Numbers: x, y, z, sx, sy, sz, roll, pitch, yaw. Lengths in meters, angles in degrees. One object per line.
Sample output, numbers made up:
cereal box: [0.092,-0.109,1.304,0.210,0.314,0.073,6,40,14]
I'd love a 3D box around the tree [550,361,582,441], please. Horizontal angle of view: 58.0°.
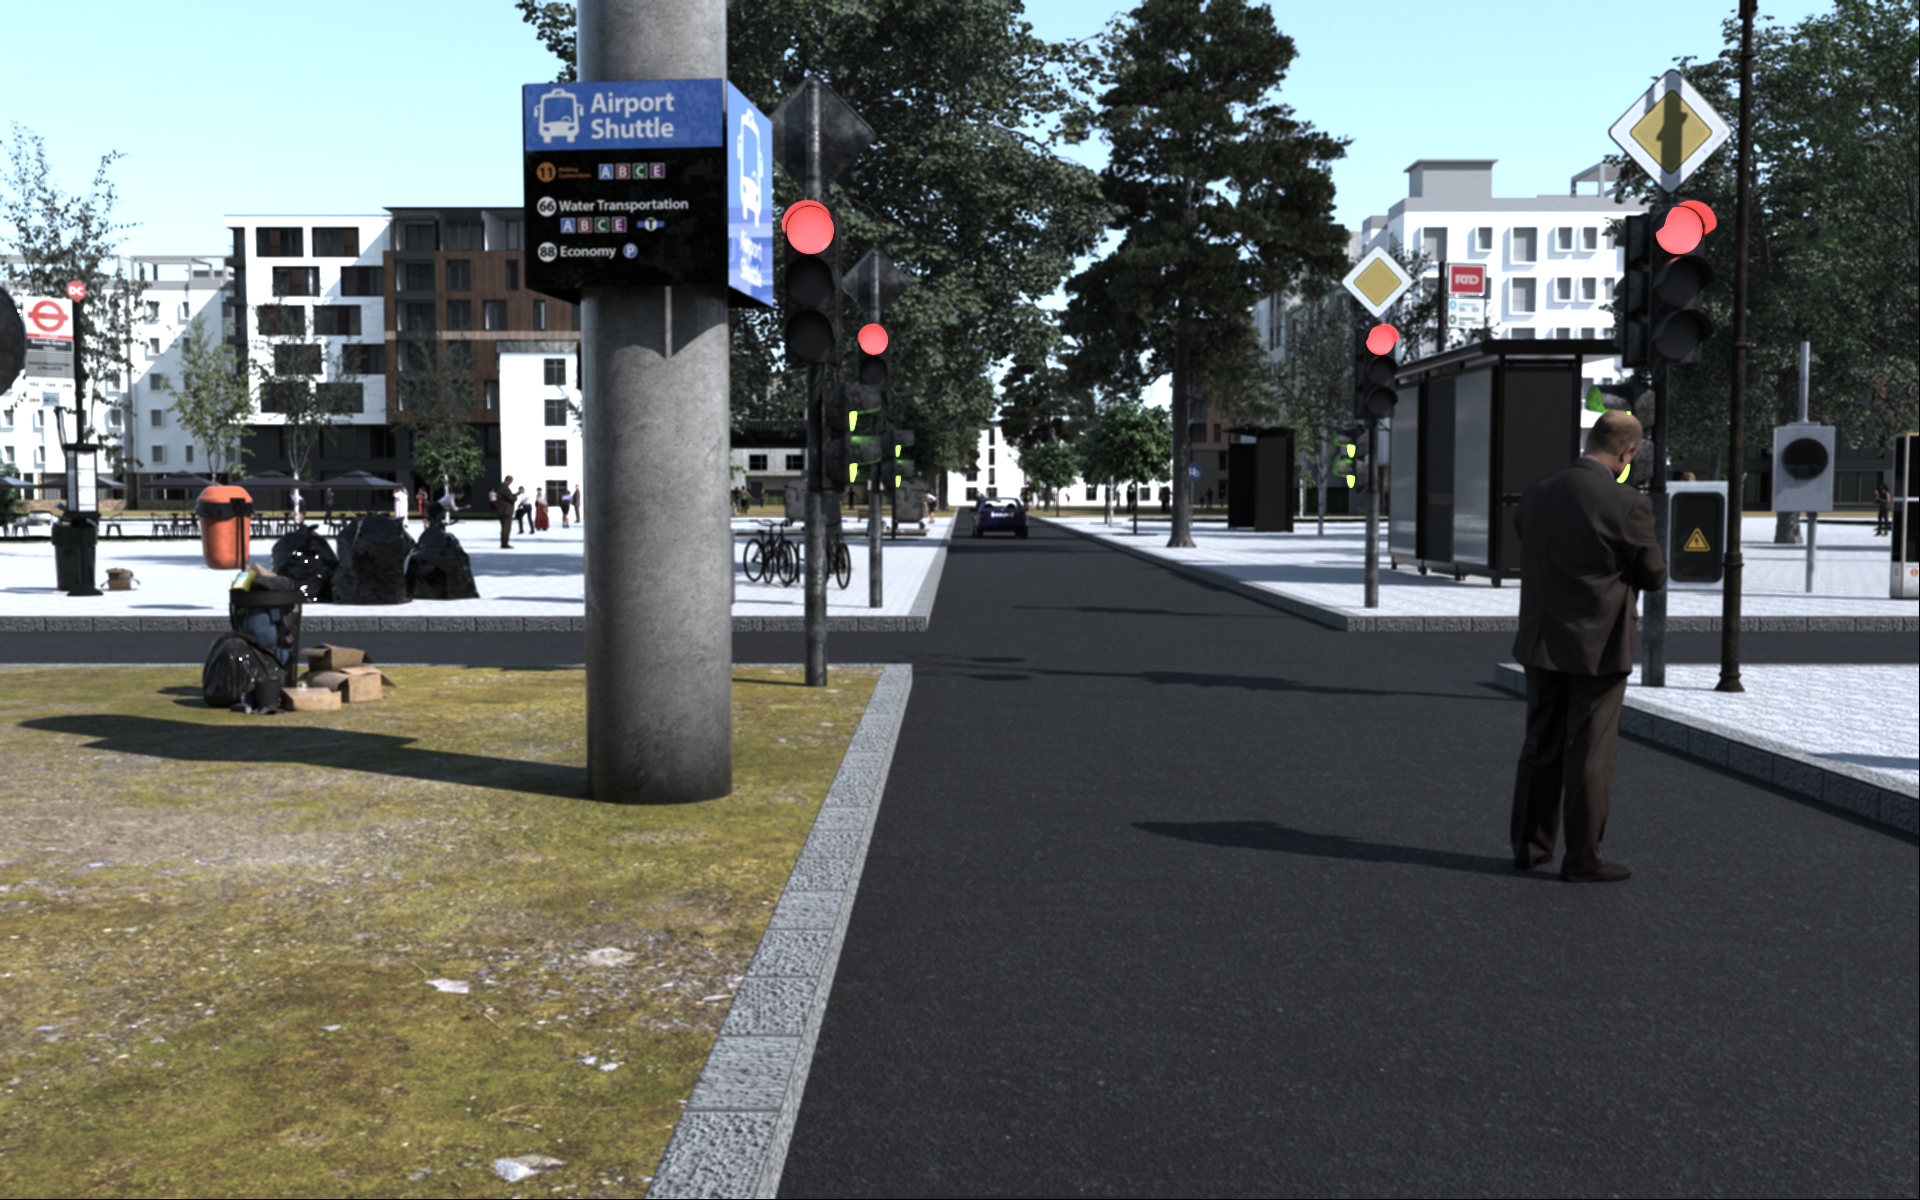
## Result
tree: [-15.041,-7.563,74.012,4.360,8.622,3.978,0,3,0]

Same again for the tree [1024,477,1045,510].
tree: [6.216,-8.910,140.274,1.663,3.219,1.824,0,3,0]

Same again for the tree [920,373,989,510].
tree: [-0.915,-13.985,136.078,7.806,13.903,7.818,0,3,0]

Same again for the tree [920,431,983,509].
tree: [-1.491,-13.764,147.097,6.751,12.117,7.091,0,3,0]

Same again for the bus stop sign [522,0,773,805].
bus stop sign: [-1.289,-1.120,7.327,0.837,3.901,0.837,0,4,6]

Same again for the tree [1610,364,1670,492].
tree: [33.477,-8.196,84.371,4.360,8.622,3.978,0,3,0]

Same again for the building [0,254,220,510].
building: [-70.806,-17.539,143.183,11.380,20.091,16.016,0,3,0]

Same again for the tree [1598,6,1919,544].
tree: [21.251,-8.415,44.241,9.857,13.997,8.962,0,3,0]

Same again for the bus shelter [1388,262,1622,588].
bus shelter: [8.088,-3.062,27.689,2.179,5.291,8.768,0,3,0]

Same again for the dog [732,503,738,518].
dog: [-12.238,-4.829,93.340,0.513,0.831,0.800,2,4,27]

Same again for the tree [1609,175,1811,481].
tree: [25.933,-8.394,59.295,6.751,12.117,7.091,0,3,0]

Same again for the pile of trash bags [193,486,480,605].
pile of trash bags: [-7.406,-0.645,20.291,1.912,1.369,3.447,2,4,27]

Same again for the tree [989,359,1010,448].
tree: [6.561,-13.380,126.186,7.806,13.903,7.818,0,3,0]

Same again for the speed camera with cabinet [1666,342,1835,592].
speed camera with cabinet: [10.259,-1.732,22.647,2.038,3.252,0.660,1,4,20]

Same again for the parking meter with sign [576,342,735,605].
parking meter with sign: [-3.488,-1.454,20.041,1.738,3.016,0.543,1,4,9]

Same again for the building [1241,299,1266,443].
building: [32.131,-17.729,146.285,16.016,20.091,11.380,0,3,0]

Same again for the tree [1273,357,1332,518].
tree: [17.783,-8.603,91.027,4.737,8.622,4.395,0,3,0]

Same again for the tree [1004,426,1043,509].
tree: [6.274,-12.350,152.279,4.737,8.622,4.395,0,3,0]

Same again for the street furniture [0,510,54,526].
street furniture: [-40.591,-3.413,71.433,5.734,0.657,10.072,-2,4,-34]

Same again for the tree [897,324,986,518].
tree: [-2.562,-10.297,94.117,9.928,11.665,9.643,0,3,0]

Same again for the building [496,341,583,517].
building: [-24.625,-10.227,109.365,9.099,9.664,28.070,0,3,0]

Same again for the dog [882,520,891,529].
dog: [-2.472,-2.551,59.438,0.748,0.427,0.550,-2,4,-26]

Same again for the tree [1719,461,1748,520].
tree: [38.281,-5.602,86.194,1.663,3.219,1.824,0,3,0]

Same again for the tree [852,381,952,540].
tree: [-1.953,-3.961,48.473,4.285,4.588,4.351,0,3,0]

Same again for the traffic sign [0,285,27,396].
traffic sign: [-5.729,-0.604,9.982,0.768,2.556,0.104,1,4,8]

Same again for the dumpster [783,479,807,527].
dumpster: [-6.188,-3.758,67.197,1.264,1.857,1.865,0,3,0]

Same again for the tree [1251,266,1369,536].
tree: [10.967,-6.255,52.627,4.360,8.622,3.978,0,3,0]

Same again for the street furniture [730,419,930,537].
street furniture: [-4.682,-3.842,54.926,7.346,3.524,5.398,0,4,0]

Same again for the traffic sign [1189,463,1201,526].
traffic sign: [9.410,-4.296,70.345,0.768,2.556,0.104,0,4,3]

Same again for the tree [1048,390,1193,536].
tree: [5.497,-4.289,53.839,4.285,4.588,4.351,0,3,0]

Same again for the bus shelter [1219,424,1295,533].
bus shelter: [10.346,-4.240,60.600,1.731,3.624,6.357,0,3,0]

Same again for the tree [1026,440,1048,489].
tree: [5.454,-6.829,95.359,4.285,4.588,4.351,0,3,0]

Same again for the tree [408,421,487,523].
tree: [-22.683,-5.673,76.472,4.285,4.588,4.351,0,3,0]

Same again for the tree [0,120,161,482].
tree: [-17.824,-5.137,34.361,4.360,8.622,3.978,0,3,0]

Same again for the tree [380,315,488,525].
tree: [-21.095,-7.344,70.432,4.360,8.622,3.978,0,3,0]

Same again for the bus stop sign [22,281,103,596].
bus stop sign: [-11.193,-2.012,21.601,0.416,3.939,0.855,3,4,37]

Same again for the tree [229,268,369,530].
tree: [-21.897,-6.560,57.618,4.360,8.622,3.978,0,3,0]

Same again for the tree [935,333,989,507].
tree: [-3.402,-19.074,167.740,12.611,20.169,13.585,0,3,0]

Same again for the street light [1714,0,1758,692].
street light: [5.013,-2.344,11.105,0.468,5.910,1.993,0,3,0]

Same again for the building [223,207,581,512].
building: [-37.421,-17.946,137.386,32.646,21.610,27.936,0,3,0]

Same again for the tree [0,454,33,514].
tree: [-54.997,-11.174,84.508,13.155,14.587,18.604,0,4,-2]

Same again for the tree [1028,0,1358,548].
tree: [5.533,-8.207,41.604,7.806,13.903,7.818,0,3,0]

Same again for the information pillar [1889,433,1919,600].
information pillar: [11.516,-1.009,20.988,0.304,2.012,0.304,0,4,2]

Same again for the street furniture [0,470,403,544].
street furniture: [-30.033,-2.492,45.766,27.439,1.986,14.083,0,4,1]

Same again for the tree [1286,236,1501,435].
tree: [16.161,-7.804,62.006,8.767,10.594,7.601,0,4,1]

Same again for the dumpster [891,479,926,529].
dumpster: [-1.887,-3.507,63.094,1.264,1.857,1.865,0,3,0]

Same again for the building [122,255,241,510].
building: [-59.425,-17.565,143.615,11.380,20.091,16.016,0,3,0]

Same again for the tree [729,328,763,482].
tree: [-9.693,-7.008,64.949,4.737,8.622,4.395,0,3,0]

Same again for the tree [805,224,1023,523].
tree: [-2.145,-10.152,76.350,12.009,13.543,11.850,0,3,0]

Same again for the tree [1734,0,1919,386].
tree: [18.679,-6.522,32.385,9.928,11.665,9.643,0,3,0]

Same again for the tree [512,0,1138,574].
tree: [-2.065,-7.398,27.620,9.857,13.997,8.962,0,3,0]

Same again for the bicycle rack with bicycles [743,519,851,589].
bicycle rack with bicycles: [-2.878,-0.659,24.150,2.852,0.926,2.925,-1,4,-14]

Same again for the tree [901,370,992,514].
tree: [-1.386,-11.650,108.607,7.486,12.596,7.792,0,3,0]

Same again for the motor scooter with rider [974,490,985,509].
motor scooter with rider: [1.776,-9.022,156.475,0.876,1.779,1.986,0,4,2]

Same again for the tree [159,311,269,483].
tree: [-29.927,-7.285,69.479,4.737,8.622,4.395,0,3,0]

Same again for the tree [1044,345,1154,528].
tree: [5.568,-7.091,66.303,4.360,8.622,3.978,0,3,0]
